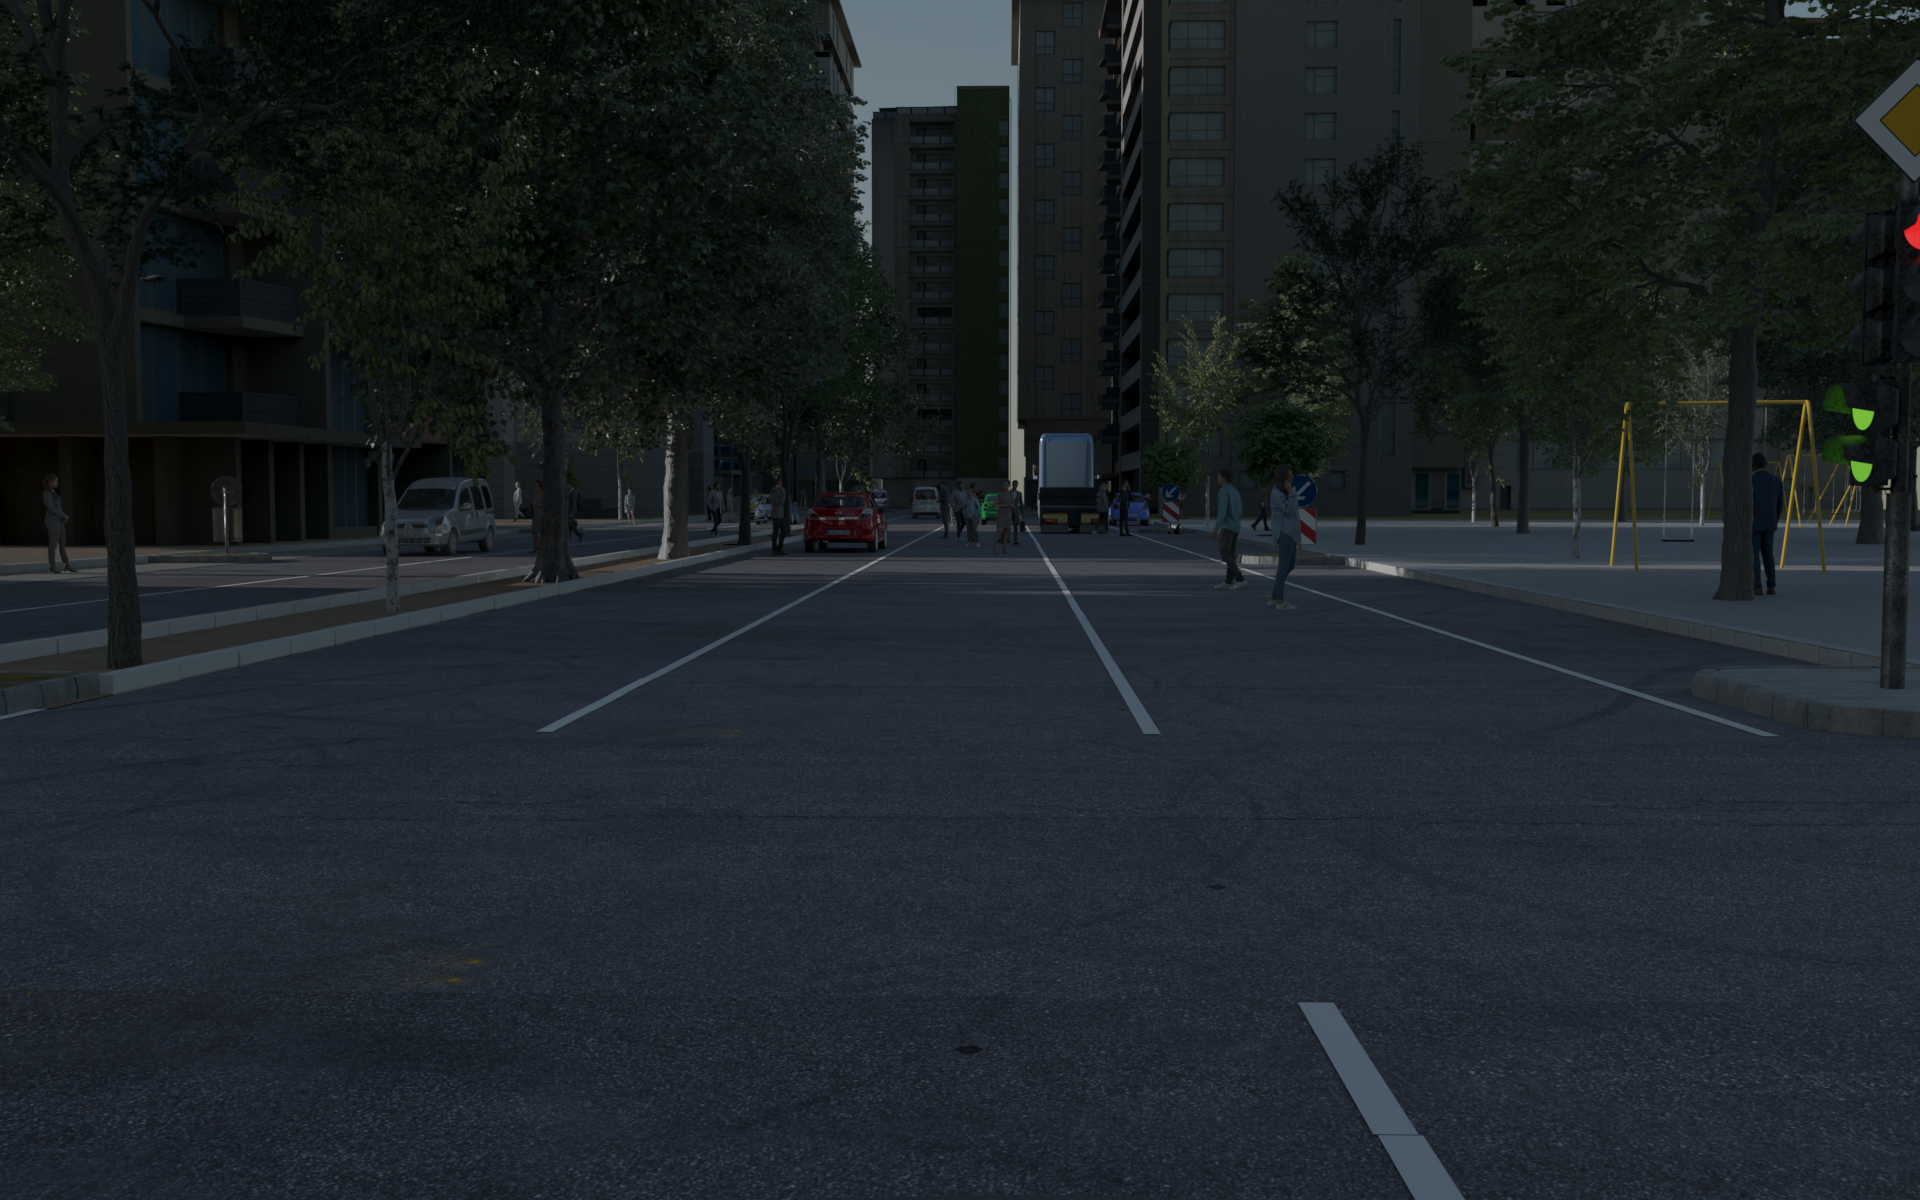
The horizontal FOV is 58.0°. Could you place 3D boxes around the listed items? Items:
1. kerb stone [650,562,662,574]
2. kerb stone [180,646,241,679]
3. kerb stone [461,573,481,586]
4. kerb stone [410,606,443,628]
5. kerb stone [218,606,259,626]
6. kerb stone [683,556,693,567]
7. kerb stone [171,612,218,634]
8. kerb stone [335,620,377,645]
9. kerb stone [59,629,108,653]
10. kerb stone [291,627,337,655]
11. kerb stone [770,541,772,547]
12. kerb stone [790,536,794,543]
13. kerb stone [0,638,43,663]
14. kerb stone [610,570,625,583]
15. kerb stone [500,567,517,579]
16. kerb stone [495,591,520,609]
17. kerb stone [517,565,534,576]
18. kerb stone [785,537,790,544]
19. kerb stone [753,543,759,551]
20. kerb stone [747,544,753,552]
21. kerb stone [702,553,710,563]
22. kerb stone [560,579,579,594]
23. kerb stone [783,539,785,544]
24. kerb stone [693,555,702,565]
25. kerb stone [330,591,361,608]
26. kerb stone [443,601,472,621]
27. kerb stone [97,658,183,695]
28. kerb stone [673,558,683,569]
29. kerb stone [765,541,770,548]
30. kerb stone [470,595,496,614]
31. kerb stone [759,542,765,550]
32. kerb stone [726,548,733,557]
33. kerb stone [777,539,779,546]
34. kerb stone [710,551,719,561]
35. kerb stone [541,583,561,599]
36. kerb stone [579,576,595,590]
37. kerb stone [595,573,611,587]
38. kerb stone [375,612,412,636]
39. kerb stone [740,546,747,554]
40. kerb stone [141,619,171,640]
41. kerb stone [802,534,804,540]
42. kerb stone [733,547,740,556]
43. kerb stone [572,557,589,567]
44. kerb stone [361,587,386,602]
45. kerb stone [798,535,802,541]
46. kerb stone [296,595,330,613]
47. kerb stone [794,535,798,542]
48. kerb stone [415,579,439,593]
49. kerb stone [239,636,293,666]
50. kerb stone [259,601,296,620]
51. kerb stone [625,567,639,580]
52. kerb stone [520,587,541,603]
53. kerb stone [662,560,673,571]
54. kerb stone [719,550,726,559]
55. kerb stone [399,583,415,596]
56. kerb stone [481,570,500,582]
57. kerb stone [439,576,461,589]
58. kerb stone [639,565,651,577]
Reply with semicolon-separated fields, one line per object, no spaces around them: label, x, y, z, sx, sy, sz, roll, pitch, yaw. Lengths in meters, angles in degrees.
kerb stone;-5.583;-0.555;31.275;0.120;0.150;1.000;0;4;2
kerb stone;-6.056;0.510;13.856;0.120;0.150;1.000;0;4;2
kerb stone;-7.795;-0.310;27.256;0.120;0.150;1.000;0;4;2
kerb stone;-5.912;0.197;18.978;0.120;0.150;1.000;0;4;2
kerb stone;-8.015;0.195;19.048;0.120;0.150;1.000;0;4;2
kerb stone;-5.496;-0.742;34.352;0.120;0.150;1.000;0;4;2
kerb stone;-8.041;0.255;18.021;0.120;0.150;1.000;0;4;2
kerb stone;-5.971;0.322;16.935;0.120;0.150;1.000;0;4;2
kerb stone;-8.091;0.383;15.966;0.120;0.150;1.000;0;4;2
kerb stone;-5.997;0.388;15.908;0.120;0.150;1.000;0;4;2
kerb stone;-5.167;-1.494;46.638;0.120;0.150;1.000;0;4;2
kerb stone;-5.061;-1.743;50.736;0.120;0.150;1.000;0;4;2
kerb stone;-8.124;0.444;14.935;0.120;0.150;1.000;0;4;2
kerb stone;-5.663;-0.368;28.206;0.120;0.150;1.000;0;4;2
kerb stone;-7.732;-0.435;29.300;0.120;0.150;1.000;0;4;2
kerb stone;-5.830;0.009;22.049;0.120;0.150;1.000;0;4;2
kerb stone;-7.707;-0.494;30.322;0.120;0.150;1.000;0;4;2
kerb stone;-5.084;-1.683;49.714;0.120;0.150;1.000;0;4;2
kerb stone;-5.257;-1.304;43.567;0.120;0.150;1.000;0;4;2
kerb stone;-5.283;-1.244;42.539;0.120;0.150;1.000;0;4;2
kerb stone;-5.446;-0.861;36.397;0.120;0.150;1.000;0;4;2
kerb stone;-5.745;-0.180;25.132;0.120;0.150;1.000;0;4;2
kerb stone;-5.119;-1.620;48.693;0.120;0.150;1.000;0;4;2
kerb stone;-5.469;-0.806;35.374;0.120;0.150;1.000;0;4;2
kerb stone;-7.931;0.004;22.128;0.120;0.150;1.000;0;4;2
kerb stone;-5.884;0.135;20.006;0.120;0.150;1.000;0;4;2
kerb stone;-6.076;0.574;12.832;0.120;0.150;1.000;0;4;2
kerb stone;-5.538;-0.678;33.328;0.120;0.150;1.000;0;4;2
kerb stone;-5.192;-1.428;45.615;0.120;0.150;1.000;0;4;2
kerb stone;-5.866;0.076;21.028;0.120;0.150;1.000;0;4;2
kerb stone;-5.221;-1.370;44.590;0.120;0.150;1.000;0;4;2
kerb stone;-5.376;-1.051;39.471;0.120;0.150;1.000;0;4;2
kerb stone;-5.141;-1.556;47.663;0.120;0.150;1.000;0;4;2
kerb stone;-5.413;-0.931;37.419;0.120;0.150;1.000;0;4;2
kerb stone;-5.781;-0.110;24.109;0.120;0.150;1.000;0;4;2
kerb stone;-5.724;-0.241;26.154;0.120;0.150;1.000;0;4;2
kerb stone;-5.694;-0.299;27.184;0.120;0.150;1.000;0;4;2
kerb stone;-5.942;0.265;17.957;0.120;0.150;1.000;0;4;2
kerb stone;-5.310;-1.182;41.516;0.120;0.150;1.000;0;4;2
kerb stone;-8.063;0.319;16.988;0.120;0.150;1.000;0;4;2
kerb stone;-4.973;-1.934;53.808;0.120;0.150;1.000;0;4;2
kerb stone;-5.337;-1.119;40.495;0.120;0.150;1.000;0;4;2
kerb stone;-7.598;-0.748;34.423;0.120;0.150;1.000;0;4;2
kerb stone;-7.904;-0.055;23.151;0.120;0.150;1.000;0;4;2
kerb stone;-4.999;-1.871;52.782;0.120;0.150;1.000;0;4;2
kerb stone;-7.957;0.071;21.101;0.120;0.150;1.000;0;4;2
kerb stone;-5.038;-1.808;51.760;0.120;0.150;1.000;0;4;2
kerb stone;-7.845;-0.176;25.195;0.120;0.150;1.000;0;4;2
kerb stone;-6.024;0.447;14.884;0.120;0.150;1.000;0;4;2
kerb stone;-7.985;0.130;20.071;0.120;0.150;1.000;0;4;2
kerb stone;-5.633;-0.428;29.227;0.120;0.150;1.000;0;4;2
kerb stone;-5.806;-0.048;23.072;0.120;0.150;1.000;0;4;2
kerb stone;-5.558;-0.617;32.297;0.120;0.150;1.000;0;4;2
kerb stone;-5.389;-0.994;38.448;0.120;0.150;1.000;0;4;2
kerb stone;-7.872;-0.121;24.173;0.120;0.150;1.000;0;4;2
kerb stone;-7.765;-0.372;28.278;0.120;0.150;1.000;0;4;2
kerb stone;-7.821;-0.247;26.234;0.120;0.150;1.000;0;4;2
kerb stone;-5.606;-0.487;30.252;0.120;0.150;1.000;0;4;2
